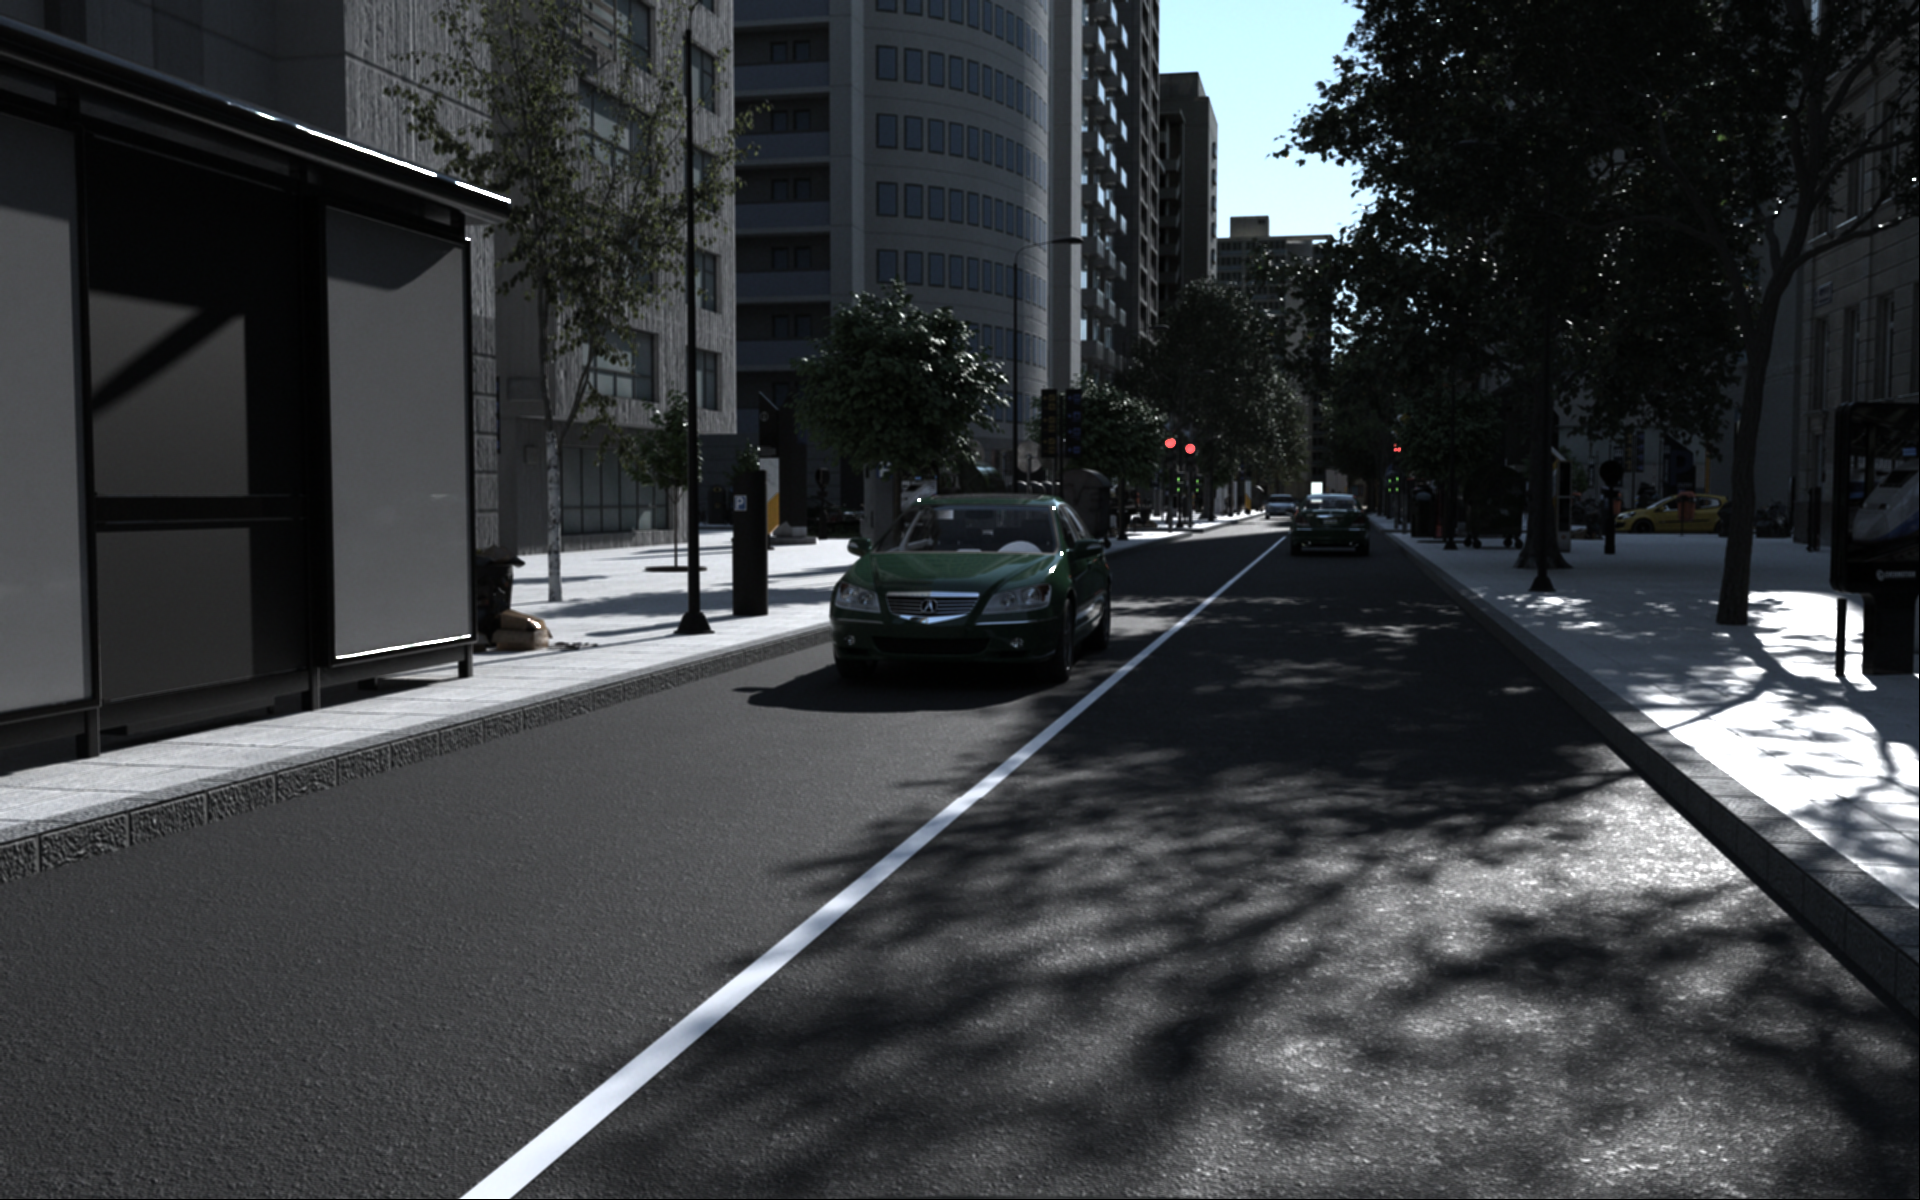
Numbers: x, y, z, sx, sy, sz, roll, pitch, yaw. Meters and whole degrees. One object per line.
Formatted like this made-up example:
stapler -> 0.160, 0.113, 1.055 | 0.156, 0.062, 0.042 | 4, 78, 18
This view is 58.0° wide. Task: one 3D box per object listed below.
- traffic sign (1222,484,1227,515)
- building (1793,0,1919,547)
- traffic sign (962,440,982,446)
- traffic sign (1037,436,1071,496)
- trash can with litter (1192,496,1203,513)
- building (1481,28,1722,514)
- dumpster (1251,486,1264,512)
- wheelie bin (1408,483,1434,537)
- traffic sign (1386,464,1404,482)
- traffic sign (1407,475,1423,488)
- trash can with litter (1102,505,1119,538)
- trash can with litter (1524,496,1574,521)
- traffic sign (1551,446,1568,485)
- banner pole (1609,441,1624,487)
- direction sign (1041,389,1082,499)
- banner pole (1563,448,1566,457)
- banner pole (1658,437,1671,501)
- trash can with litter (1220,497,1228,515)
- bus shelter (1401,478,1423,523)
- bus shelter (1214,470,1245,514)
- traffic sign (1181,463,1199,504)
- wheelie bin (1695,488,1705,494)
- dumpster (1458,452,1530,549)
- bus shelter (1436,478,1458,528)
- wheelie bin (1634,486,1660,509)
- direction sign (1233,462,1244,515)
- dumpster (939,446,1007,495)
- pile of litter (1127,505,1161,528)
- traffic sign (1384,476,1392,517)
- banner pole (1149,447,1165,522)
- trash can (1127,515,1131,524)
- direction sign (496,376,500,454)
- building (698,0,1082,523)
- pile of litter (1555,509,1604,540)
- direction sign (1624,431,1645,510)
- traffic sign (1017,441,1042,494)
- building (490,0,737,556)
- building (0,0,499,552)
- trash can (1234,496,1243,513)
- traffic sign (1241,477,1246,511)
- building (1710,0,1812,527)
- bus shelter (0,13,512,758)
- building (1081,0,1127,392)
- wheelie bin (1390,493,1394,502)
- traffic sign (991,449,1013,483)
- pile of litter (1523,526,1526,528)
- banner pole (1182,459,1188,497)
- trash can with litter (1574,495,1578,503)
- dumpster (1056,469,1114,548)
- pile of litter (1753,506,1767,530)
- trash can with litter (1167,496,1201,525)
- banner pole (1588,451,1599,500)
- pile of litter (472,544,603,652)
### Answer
traffic sign -> 15.794, -6.356, 104.033 | 0.768, 2.556, 0.104 | 1, 4, 22
building -> 24.800, -14.332, 31.599 | 12.463, 27.353, 25.104 | 1, 4, 12
traffic sign -> 0.194, -2.435, 39.912 | 0.768, 2.556, 0.104 | 1, 4, 16
traffic sign -> 2.056, -2.316, 37.970 | 0.768, 2.556, 0.104 | 1, 4, 18
trash can with litter -> 16.098, -6.396, 115.961 | 1.055, 1.170, 0.624 | -3, 4, -38
building -> 50.883, -32.355, 118.241 | 28.713, 52.752, 27.495 | 1, 4, 12
dumpster -> 21.075, -7.231, 123.987 | 1.264, 1.857, 1.865 | 1, 4, 12
wheelie bin -> 13.729, -2.659, 51.389 | 0.693, 1.594, 0.980 | -1, 4, -13
traffic sign -> 17.703, -4.296, 70.353 | 0.768, 2.556, 0.104 | 1, 4, 15
traffic sign -> 17.270, -4.008, 65.539 | 0.884, 2.594, 0.081 | 1, 4, 16
trash can with litter -> 4.227, -2.427, 51.068 | 0.624, 1.170, 1.055 | 2, 4, 32
trash can with litter -> 27.393, -4.303, 81.408 | 1.678, 1.210, 2.233 | -1, 4, -8
traffic sign -> 14.151, -2.463, 41.460 | 0.795, 2.450, 0.064 | 1, 4, 20
banner pole -> 30.132, -5.488, 79.750 | 0.863, 3.779, 0.401 | 3, 5, 43
direction sign -> 2.184, -2.775, 37.365 | 0.876, 3.537, 0.379 | 1, 4, 10
banner pole -> 32.538, -6.325, 93.438 | 0.401, 3.779, 0.863 | 2, 4, 26
banner pole -> 29.984, -5.125, 73.808 | 0.863, 3.779, 0.401 | -2, 4, -26
trash can with litter -> 16.586, -5.897, 107.806 | 0.624, 1.170, 1.055 | -2, 4, -26
bus shelter -> 21.344, -6.263, 80.031 | 2.179, 5.291, 8.768 | 1, 4, 12
bus shelter -> 17.642, -7.338, 113.899 | 2.014, 3.302, 5.546 | 1, 4, 12
traffic sign -> 9.151, -4.222, 69.131 | 0.768, 2.556, 0.104 | 1, 4, 17
wheelie bin -> 38.187, -5.000, 89.651 | 0.980, 1.594, 0.693 | 3, 4, 36
dumpster -> 12.657, -2.363, 41.126 | 1.502, 2.255, 1.985 | 1, 4, 12
bus shelter -> 18.824, -4.564, 65.905 | 1.731, 3.624, 6.357 | 1, 4, 12
wheelie bin -> 27.540, -3.757, 69.342 | 0.980, 1.594, 0.693 | 0, 4, -7
direction sign -> 16.838, -6.891, 104.668 | 0.379, 3.537, 0.876 | -3, 4, -37
dumpster -> 0.019, -1.966, 34.635 | 1.502, 2.255, 1.985 | 1, 4, 12
pile of litter -> 6.964, -3.152, 65.500 | 1.719, 0.858, 1.176 | 3, 4, 38
traffic sign -> 22.929, -5.622, 92.022 | 0.768, 2.556, 0.104 | 1, 4, 17
banner pole -> 9.208, -5.533, 80.483 | 0.863, 3.779, 0.401 | 2, 4, 26
trash can -> 6.680, -3.614, 70.737 | 0.748, 1.137, 0.748 | 0, 3, 0
direction sign -> -9.068, -2.510, 33.034 | 0.379, 3.537, 0.876 | 2, 4, 26
building -> -6.123, -33.462, 89.099 | 21.231, 58.520, 28.212 | 1, 4, 12
pile of litter -> 17.765, -2.160, 49.286 | 1.176, 0.858, 1.719 | 2, 4, 32
direction sign -> 24.183, -4.293, 62.188 | 0.876, 3.537, 0.379 | -1, 4, -21
traffic sign -> 1.630, -2.519, 41.298 | 0.768, 2.556, 0.104 | 1, 4, 20
building -> -13.566, -21.955, 42.567 | 14.086, 41.232, 14.154 | 1, 4, 12
building -> -20.349, -28.842, 13.574 | 21.231, 58.520, 28.212 | 1, 4, 12
trash can -> 18.892, -6.507, 118.039 | 0.748, 1.137, 0.748 | 0, 3, 0
traffic sign -> 21.055, -7.805, 127.713 | 0.768, 2.556, 0.104 | 1, 4, 19
building -> 44.982, -27.570, 74.466 | 21.600, 48.544, 21.300 | 1, 4, 12
bus shelter -> -5.088, -1.857, 7.989 | 2.179, 5.291, 8.768 | 1, 4, 12
building -> 0.092, -30.983, 126.174 | 23.786, 49.044, 30.456 | 1, 4, 12
wheelie bin -> 27.688, -6.258, 110.219 | 0.980, 1.594, 0.693 | -3, 5, -42
traffic sign -> 0.981, -2.260, 39.073 | 0.606, 2.300, 0.079 | 1, 4, 20
pile of litter -> 22.296, -3.187, 66.078 | 1.719, 0.858, 1.176 | 2, 4, 30
banner pole -> 14.265, -7.304, 109.438 | 0.863, 3.779, 0.401 | -1, 4, -22
trash can with litter -> 32.420, -4.931, 91.682 | 1.678, 1.210, 2.233 | 1, 4, 22
dumpster -> 2.834, -2.113, 40.311 | 1.264, 1.857, 1.865 | 1, 4, 12
pile of litter -> 30.515, -3.132, 65.174 | 1.176, 0.858, 1.719 | 1, 4, 13
trash can with litter -> 9.185, -3.730, 72.046 | 1.678, 1.210, 2.233 | 1, 4, 18
banner pole -> 36.924, -6.785, 100.951 | 0.401, 3.779, 0.863 | -2, 4, -33
pile of litter -> -3.926, -0.027, 14.400 | 1.719, 0.858, 1.176 | 1, 4, 10
